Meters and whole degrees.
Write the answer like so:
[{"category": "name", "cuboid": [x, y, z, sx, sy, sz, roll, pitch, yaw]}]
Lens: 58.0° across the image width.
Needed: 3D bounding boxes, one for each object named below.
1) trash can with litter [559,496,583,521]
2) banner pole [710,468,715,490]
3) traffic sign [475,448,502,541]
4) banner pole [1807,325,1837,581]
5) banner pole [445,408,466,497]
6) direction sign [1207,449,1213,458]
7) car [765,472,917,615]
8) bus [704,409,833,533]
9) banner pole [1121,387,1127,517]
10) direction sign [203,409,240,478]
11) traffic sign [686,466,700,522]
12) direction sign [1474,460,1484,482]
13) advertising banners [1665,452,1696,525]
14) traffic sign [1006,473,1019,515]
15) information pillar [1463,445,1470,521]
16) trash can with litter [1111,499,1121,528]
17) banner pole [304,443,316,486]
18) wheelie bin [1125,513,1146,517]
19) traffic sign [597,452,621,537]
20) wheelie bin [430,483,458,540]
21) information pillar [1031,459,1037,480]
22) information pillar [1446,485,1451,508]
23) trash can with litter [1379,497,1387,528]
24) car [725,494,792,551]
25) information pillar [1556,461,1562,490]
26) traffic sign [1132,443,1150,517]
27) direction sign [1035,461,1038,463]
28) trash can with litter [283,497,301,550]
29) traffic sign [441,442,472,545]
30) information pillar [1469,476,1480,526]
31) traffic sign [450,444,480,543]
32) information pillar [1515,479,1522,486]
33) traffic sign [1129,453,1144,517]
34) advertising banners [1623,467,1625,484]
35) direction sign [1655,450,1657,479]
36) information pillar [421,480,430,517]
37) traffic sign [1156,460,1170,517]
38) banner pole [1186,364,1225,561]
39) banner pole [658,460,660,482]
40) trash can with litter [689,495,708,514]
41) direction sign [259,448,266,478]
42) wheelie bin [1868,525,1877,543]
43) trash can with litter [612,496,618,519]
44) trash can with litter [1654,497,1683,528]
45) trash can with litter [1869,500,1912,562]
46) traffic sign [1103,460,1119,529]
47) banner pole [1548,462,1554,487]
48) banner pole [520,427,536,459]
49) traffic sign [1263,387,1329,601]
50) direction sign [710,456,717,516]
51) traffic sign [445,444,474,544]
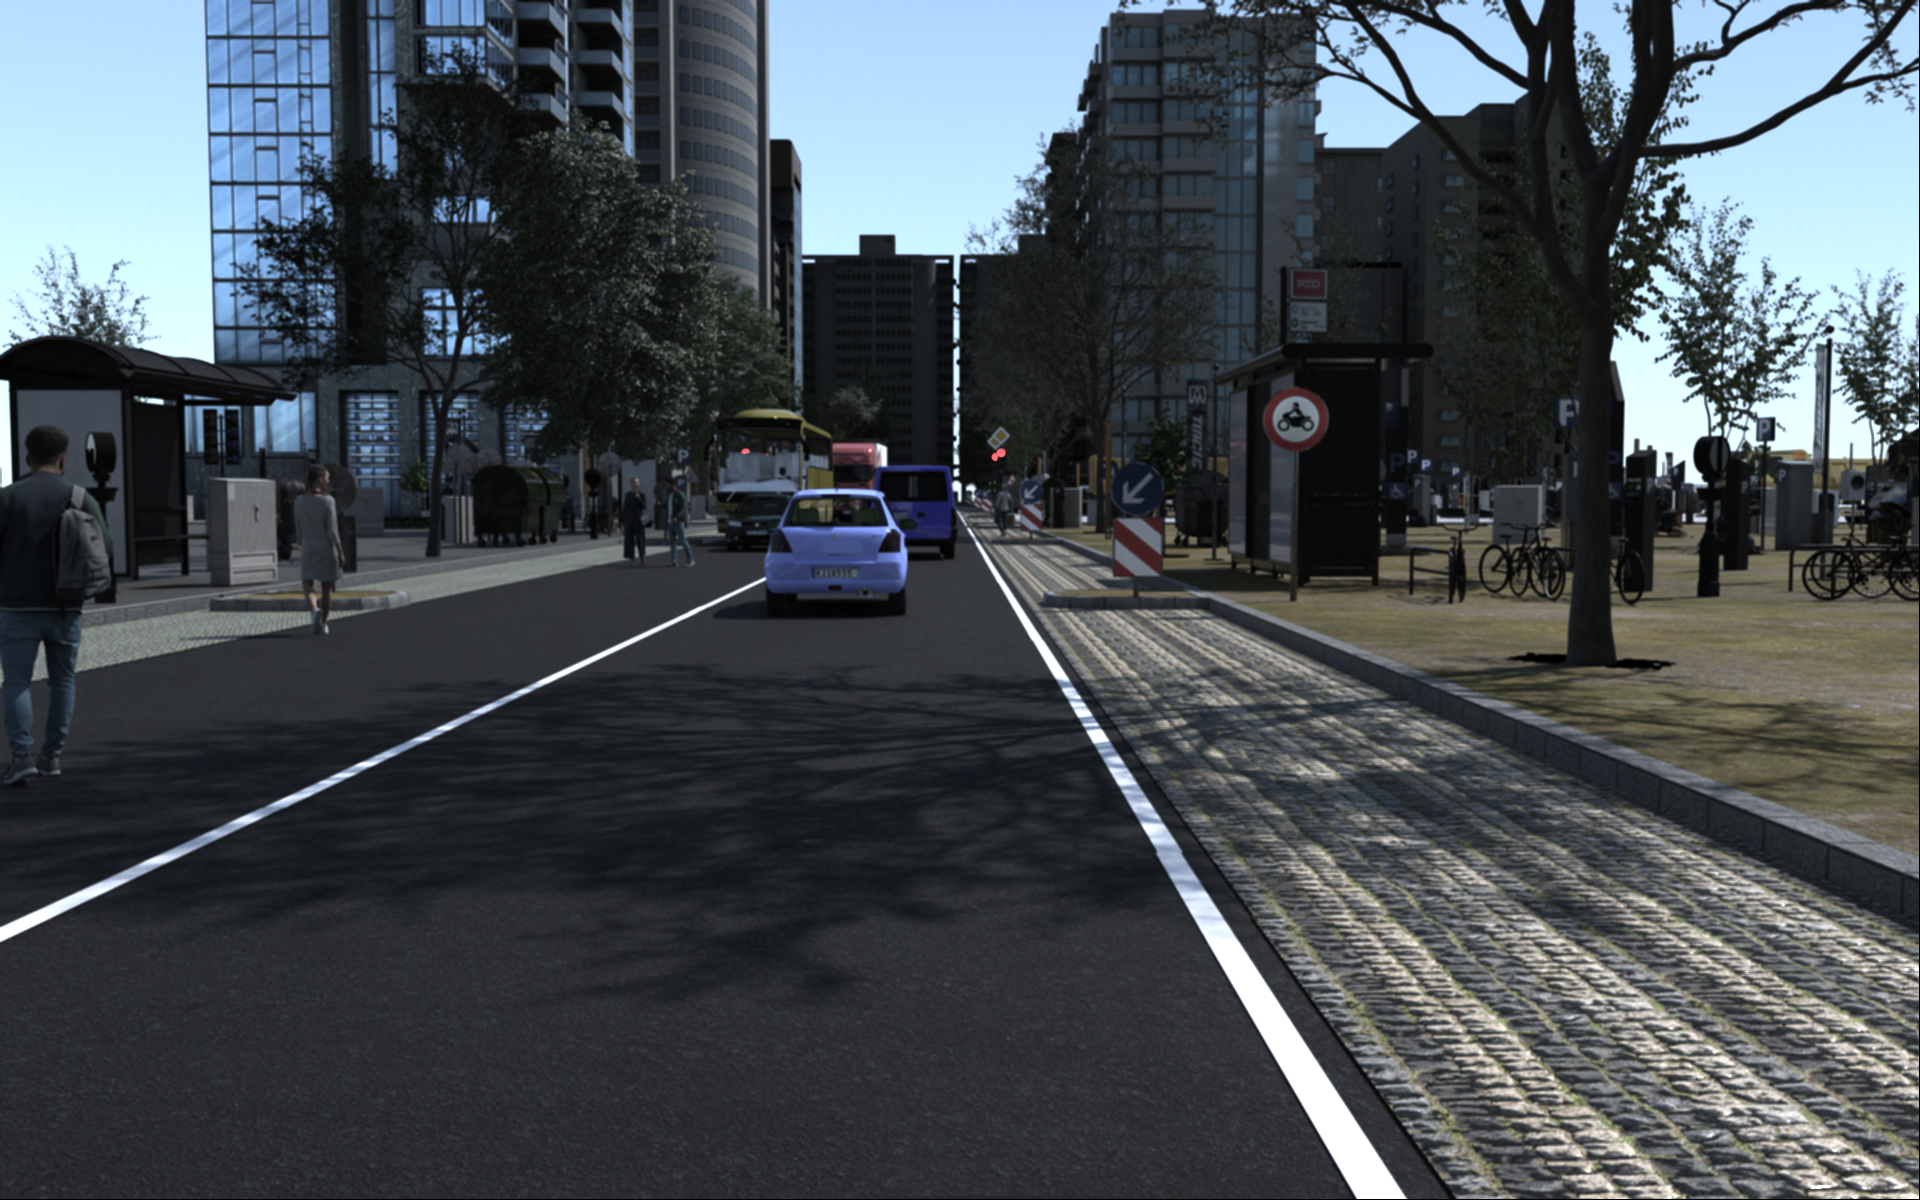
[{"category": "trash can with litter", "cuboid": [-19.014, -4.358, 82.303, 2.233, 1.210, 1.678, 0, 4, 6]}, {"category": "banner pole", "cuboid": [-19.238, -8.905, 135.610, 0.863, 3.779, 0.401, 1, 4, 18]}, {"category": "traffic sign", "cuboid": [-12.923, -2.896, 47.460, 0.768, 2.556, 0.104, 0, 4, 5]}, {"category": "banner pole", "cuboid": [12.708, -2.173, 25.549, 0.401, 3.779, 0.863, 3, 5, 42]}, {"category": "banner pole", "cuboid": [-14.567, -3.683, 50.229, 0.863, 3.779, 0.401, -3, 5, -43]}, {"category": "direction sign", "cuboid": [12.418, -5.787, 86.620, 0.876, 3.537, 0.379, 1, 4, 18]}, {"category": "car", "cuboid": [-1.510, -0.750, 21.861, 1.945, 1.707, 3.694, 0, 4, -2]}, {"category": "bus", "cuboid": [-5.617, -3.803, 53.730, 2.896, 3.916, 12.252, 0, 4, 0]}, {"category": "banner pole", "cuboid": [3.839, -3.088, 40.503, 0.401, 3.779, 0.863, 0, 4, -1]}, {"category": "direction sign", "cuboid": [-19.723, -3.322, 46.316, 0.876, 3.537, 0.379, -1, 4, -22]}, {"category": "traffic sign", "cuboid": [-12.354, -4.855, 79.377, 0.884, 2.594, 0.081, 1, 4, 8]}, {"category": "direction sign", "cuboid": [34.926, -7.621, 116.598, 0.876, 3.537, 0.379, -2, 4, -33]}, {"category": "advertising banners", "cuboid": [30.089, -4.663, 72.423, 2.074, 3.025, 0.090, -2, 4, -32]}, {"category": "traffic sign", "cuboid": [3.244, -6.562, 107.298, 0.884, 2.594, 0.081, 0, 4, 2]}, {"category": "information pillar", "cuboid": [24.365, -5.621, 83.265, 0.183, 3.616, 0.504, -1, 4, -9]}, {"category": "trash can with litter", "cuboid": [6.077, -3.358, 66.286, 0.624, 1.170, 1.055, -2, 4, -31]}, {"category": "banner pole", "cuboid": [-31.788, -5.789, 84.670, 0.401, 3.779, 0.863, 2, 4, 34]}, {"category": "wheelie bin", "cuboid": [6.057, -3.162, 59.600, 0.693, 1.594, 0.980, -3, 4, -38]}, {"category": "traffic sign", "cuboid": [-10.589, -3.188, 52.237, 0.768, 2.556, 0.104, 0, 4, 8]}, {"category": "wheelie bin", "cuboid": [-14.340, -2.467, 48.238, 0.693, 1.594, 0.980, -3, 4, -36]}, {"category": "information pillar", "cuboid": [4.741, -7.323, 111.093, 0.183, 3.616, 0.504, -3, 5, -44]}, {"category": "information pillar", "cuboid": [39.698, -8.333, 140.739, 0.304, 2.012, 0.304, -3, 5, -42]}, {"category": "trash can with litter", "cuboid": [16.023, -3.258, 64.650, 1.055, 1.170, 0.624, -3, 5, -43]}, {"category": "car", "cuboid": [-4.973, -2.134, 44.673, 2.009, 1.686, 4.222, 0, 4, 1]}, {"category": "information pillar", "cuboid": [40.676, -7.709, 117.388, 0.504, 3.616, 0.183, 2, 4, 34]}, {"category": "traffic sign", "cuboid": [4.677, -2.638, 43.240, 0.768, 2.556, 0.104, 0, 4, 7]}, {"category": "direction sign", "cuboid": [5.273, -7.828, 119.989, 0.379, 3.537, 0.876, 1, 4, 19]}, {"category": "trash can with litter", "cuboid": [-15.776, -1.767, 39.946, 1.678, 1.210, 2.233, 2, 4, 34]}, {"category": "traffic sign", "cuboid": [-12.592, -2.641, 43.186, 0.884, 2.594, 0.081, 0, 4, 4]}, {"category": "information pillar", "cuboid": [21.006, -4.051, 70.724, 0.304, 2.012, 0.304, -1, 4, -10]}, {"category": "traffic sign", "cuboid": [-12.870, -2.763, 45.171, 0.884, 2.594, 0.081, 0, 4, 5]}, {"category": "information pillar", "cuboid": [26.428, -4.741, 82.007, 0.304, 2.012, 0.304, 1, 4, 9]}, {"category": "traffic sign", "cuboid": [5.081, -2.940, 48.181, 0.768, 2.556, 0.104, 0, 4, 6]}, {"category": "advertising banners", "cuboid": [43.336, -7.053, 111.498, 2.074, 3.025, 0.090, 1, 4, 14]}, {"category": "direction sign", "cuboid": [35.393, -5.930, 88.947, 0.876, 3.537, 0.379, -1, 4, -19]}, {"category": "information pillar", "cuboid": [-26.160, -4.909, 84.752, 0.304, 2.012, 0.304, 2, 4, 31]}, {"category": "traffic sign", "cuboid": [4.226, -2.261, 36.971, 0.884, 2.594, 0.081, 0, 4, 1]}, {"category": "banner pole", "cuboid": [4.698, -2.647, 33.296, 0.863, 3.779, 0.401, -1, 4, -20]}, {"category": "banner pole", "cuboid": [-14.621, -5.638, 82.199, 0.863, 3.779, 0.401, -1, 4, -21]}, {"category": "trash can with litter", "cuboid": [-18.963, -7.045, 126.241, 2.233, 1.210, 1.678, -3, 5, -43]}, {"category": "direction sign", "cuboid": [-34.142, -5.679, 84.841, 0.379, 3.537, 0.876, 0, 4, -6]}, {"category": "wheelie bin", "cuboid": [24.442, -2.325, 45.919, 0.693, 1.594, 0.980, 1, 4, 8]}, {"category": "trash can with litter", "cuboid": [-18.045, -4.859, 90.835, 0.624, 1.170, 1.055, -2, 4, -34]}, {"category": "trash can with litter", "cuboid": [25.837, -3.175, 63.297, 1.055, 1.170, 0.624, 0, 4, -7]}, {"category": "trash can with litter", "cuboid": [17.800, -1.304, 32.711, 1.055, 1.170, 0.624, -1, 4, -16]}, {"category": "traffic sign", "cuboid": [5.460, -3.889, 63.691, 0.768, 2.556, 0.104, 0, 4, 7]}, {"category": "banner pole", "cuboid": [46.461, -8.949, 136.336, 0.401, 3.779, 0.863, -1, 4, -15]}, {"category": "banner pole", "cuboid": [-16.193, -4.566, 64.669, 0.863, 3.779, 0.401, 1, 4, 11]}, {"category": "traffic sign", "cuboid": [3.995, -1.258, 20.669, 0.768, 2.556, 0.104, 0, 4, 8]}, {"category": "direction sign", "cuboid": [-14.309, -6.759, 102.503, 0.876, 3.537, 0.379, -1, 4, -12]}, {"category": "traffic sign", "cuboid": [-12.847, -2.714, 44.478, 0.768, 2.556, 0.104, 0, 4, 5]}]
